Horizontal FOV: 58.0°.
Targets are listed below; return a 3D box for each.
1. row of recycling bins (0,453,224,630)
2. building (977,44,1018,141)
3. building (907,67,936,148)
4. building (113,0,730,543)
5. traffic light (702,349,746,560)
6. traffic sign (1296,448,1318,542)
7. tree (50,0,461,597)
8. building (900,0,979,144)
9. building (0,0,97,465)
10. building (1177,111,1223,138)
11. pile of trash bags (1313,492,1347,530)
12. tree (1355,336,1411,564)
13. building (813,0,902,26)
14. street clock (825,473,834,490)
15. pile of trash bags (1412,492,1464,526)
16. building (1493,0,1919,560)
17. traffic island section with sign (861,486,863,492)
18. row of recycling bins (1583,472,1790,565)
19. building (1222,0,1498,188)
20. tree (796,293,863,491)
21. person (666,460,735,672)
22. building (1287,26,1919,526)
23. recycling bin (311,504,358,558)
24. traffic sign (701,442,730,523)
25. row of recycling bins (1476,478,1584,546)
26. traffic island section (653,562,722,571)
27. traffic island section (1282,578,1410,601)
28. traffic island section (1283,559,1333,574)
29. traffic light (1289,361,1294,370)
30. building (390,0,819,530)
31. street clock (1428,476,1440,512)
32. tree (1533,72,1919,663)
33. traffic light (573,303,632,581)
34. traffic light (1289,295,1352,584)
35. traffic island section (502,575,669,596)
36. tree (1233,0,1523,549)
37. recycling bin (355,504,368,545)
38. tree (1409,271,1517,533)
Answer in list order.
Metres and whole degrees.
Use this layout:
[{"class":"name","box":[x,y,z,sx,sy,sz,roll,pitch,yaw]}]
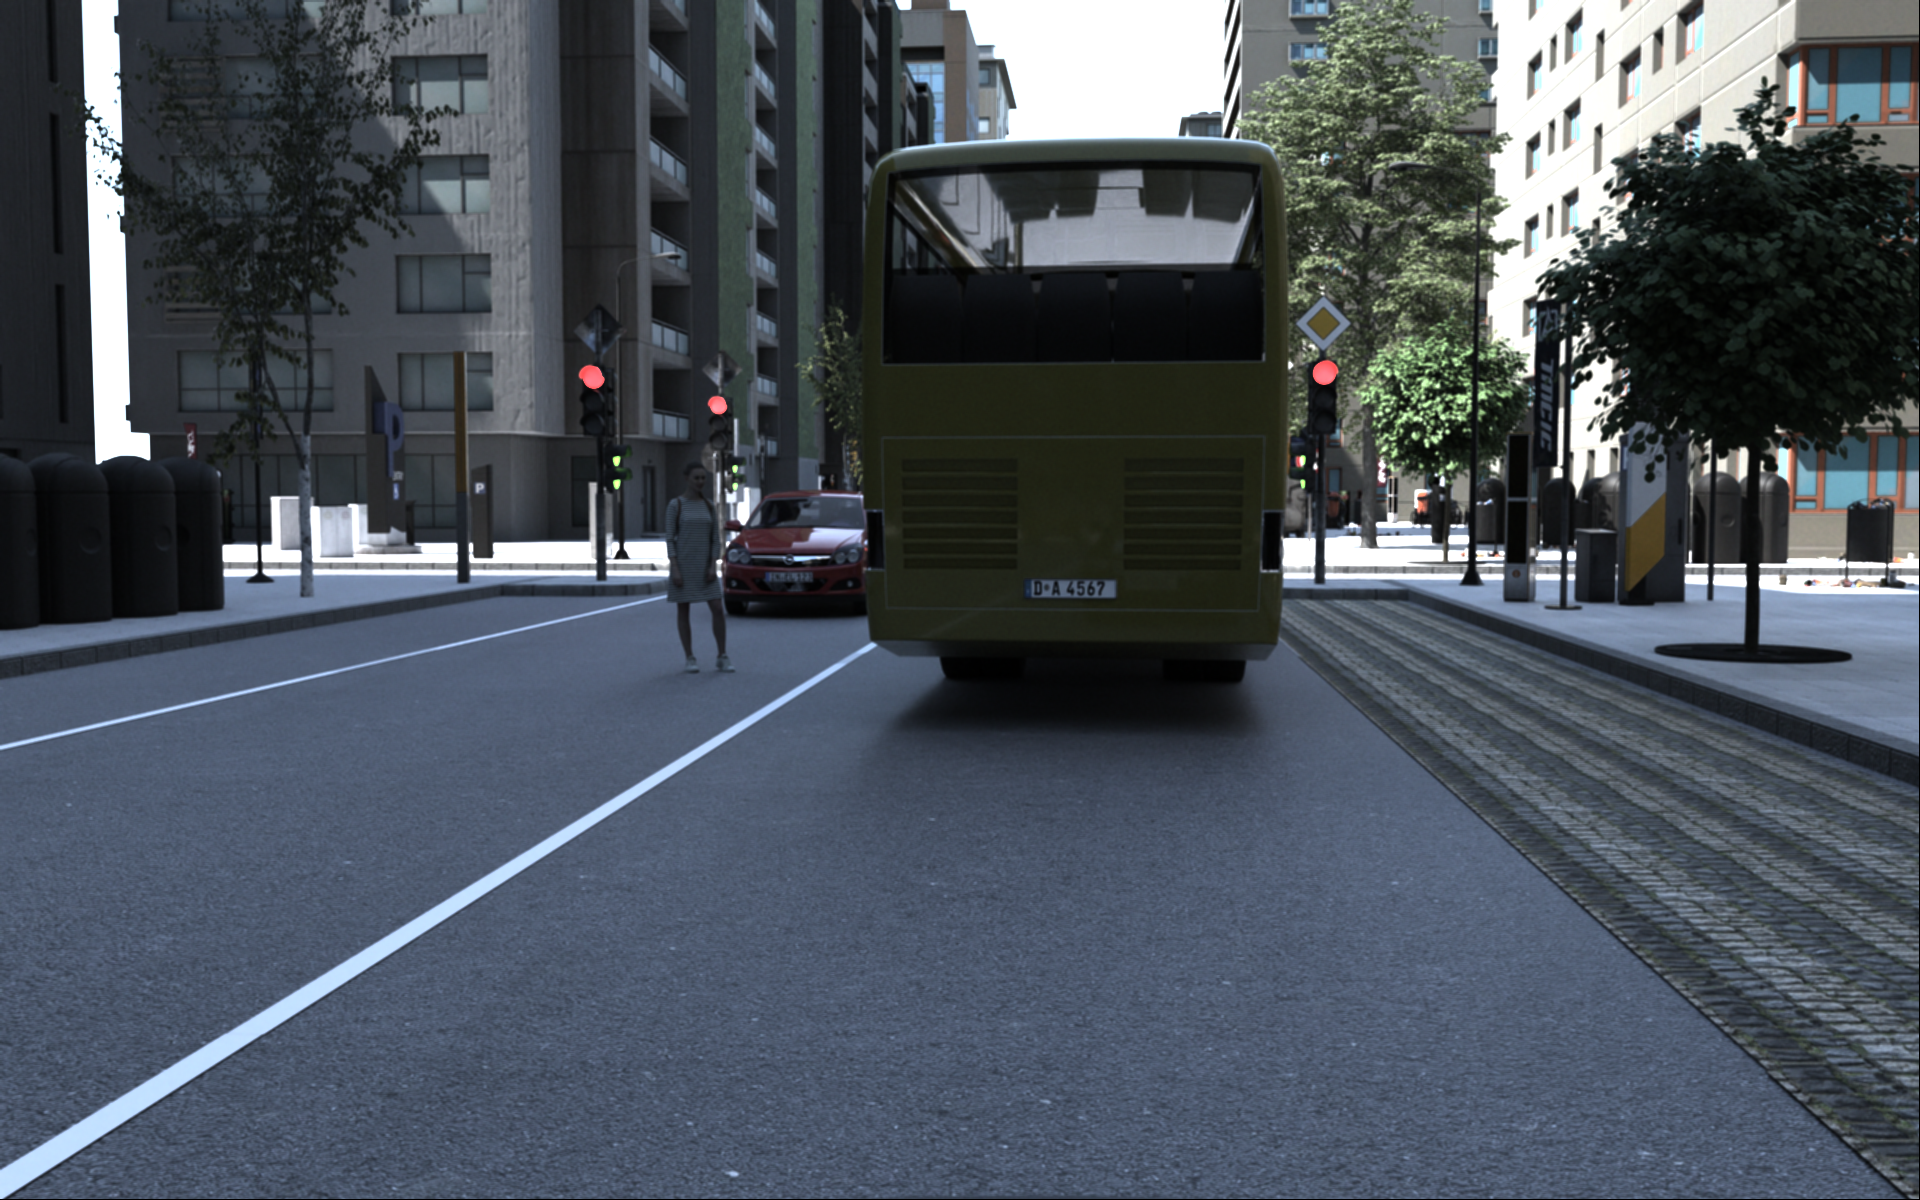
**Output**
[{"class":"row of recycling bins","box":[-8.918,-0.657,17.859,1.069,1.692,3.534,1,4,15]},{"class":"building","box":[-8.042,-37.939,209.533,28.713,52.752,27.495,0,4,5]},{"class":"building","box":[-9.331,-21.111,116.865,14.160,30.474,14.107,0,4,5]},{"class":"building","box":[-14.488,-22.459,50.802,14.154,41.232,14.086,0,4,5]},{"class":"traffic light","box":[-4.584,-2.727,33.511,0.839,4.253,0.868,0,4,5]},{"class":"traffic sign","box":[9.282,-2.803,45.928,0.768,2.556,0.104,1,4,11]},{"class":"tree","box":[-8.399,-4.343,21.376,4.360,8.622,3.978,0,3,0]},{"class":"building","box":[-5.704,-31.139,159.232,14.600,45.320,14.200,0,4,5]},{"class":"building","box":[-34.256,-16.828,46.847,14.107,30.474,14.160,0,4,5]},{"class":"building","box":[43.734,-39.468,234.540,28.713,52.752,27.495,0,4,5]},{"class":"pile of trash bags","box":[13.297,-3.300,63.715,1.912,1.369,3.447,0,4,-6]},{"class":"tree","box":[8.869,-2.937,31.726,4.285,4.588,4.351,0,3,0]},{"class":"building","box":[-10.936,-19.779,95.089,14.160,30.474,14.107,0,4,5]},{"class":"street clock","box":[-4.563,-3.427,60.602,0.358,2.002,0.471,1,4,12]},{"class":"pile of trash bags","box":[19.673,-3.800,71.875,1.912,1.369,3.447,2,4,33]},{"class":"building","box":[31.759,-12.283,45.868,28.899,21.520,27.650,0,4,5]},{"class":"traffic island section with sign","box":[-2.784,-2.787,54.190,1.989,1.847,2.006,0,4,5]},{"class":"row of recycling bins","box":[13.478,-1.515,31.875,3.534,1.692,1.069,0,4,-2]},{"class":"building","box":[30.905,-30.914,129.143,21.300,48.544,21.600,0,4,5]},{"class":"tree","box":[-3.905,-6.950,63.995,4.737,8.622,4.395,0,3,0]},{"class":"person","box":[-2.141,-0.274,13.992,0.512,1.701,0.522,-2,4,-32]},{"class":"building","box":[31.516,-15.070,91.439,27.650,21.520,28.899,0,4,5]},{"class":"recycling bin","box":[-12.720,-1.369,34.942,0.722,1.027,0.722,-3,5,-43]},{"class":"traffic sign","box":[-5.853,-2.530,41.472,0.768,2.556,0.104,1,4,13]},{"class":"row of recycling bins","box":[14.693,-2.232,43.610,3.534,1.692,1.069,3,4,36]},{"class":"traffic island section","box":[-4.623,-0.695,33.649,2.009,0.180,2.903,0,4,5]},{"class":"traffic island section","box":[5.162,-0.151,24.753,2.009,0.180,2.903,0,4,5]},{"class":"traffic island section","box":[5.876,-0.638,32.706,2.009,0.180,2.903,0,4,5]},{"class":"traffic light","box":[5.837,-2.671,32.596,0.839,4.253,0.868,0,4,5]},{"class":"building","box":[-14.142,-23.811,72.903,14.154,41.232,14.086,0,4,5]},{"class":"street clock","box":[18.985,-3.966,69.410,0.471,2.002,0.358,1,4,20]},{"class":"tree","box":[6.304,-1.838,13.769,4.285,4.588,4.351,0,3,0]},{"class":"traffic light","box":[-5.298,-2.241,25.558,0.839,4.253,0.868,0,4,5]},{"class":"traffic light","box":[5.123,-2.185,24.643,0.839,4.253,0.868,0,4,5]},{"class":"traffic island section","box":[-5.337,-0.209,25.696,2.009,0.180,2.903,0,4,5]},{"class":"tree","box":[9.175,-7.437,39.717,7.486,12.596,7.792,0,3,0]},{"class":"recycling bin","box":[-14.687,-1.857,42.918,0.722,1.027,0.722,-3,4,-36]},{"class":"tree","box":[15.907,-6.469,56.136,4.737,8.622,4.395,0,3,0]}]
